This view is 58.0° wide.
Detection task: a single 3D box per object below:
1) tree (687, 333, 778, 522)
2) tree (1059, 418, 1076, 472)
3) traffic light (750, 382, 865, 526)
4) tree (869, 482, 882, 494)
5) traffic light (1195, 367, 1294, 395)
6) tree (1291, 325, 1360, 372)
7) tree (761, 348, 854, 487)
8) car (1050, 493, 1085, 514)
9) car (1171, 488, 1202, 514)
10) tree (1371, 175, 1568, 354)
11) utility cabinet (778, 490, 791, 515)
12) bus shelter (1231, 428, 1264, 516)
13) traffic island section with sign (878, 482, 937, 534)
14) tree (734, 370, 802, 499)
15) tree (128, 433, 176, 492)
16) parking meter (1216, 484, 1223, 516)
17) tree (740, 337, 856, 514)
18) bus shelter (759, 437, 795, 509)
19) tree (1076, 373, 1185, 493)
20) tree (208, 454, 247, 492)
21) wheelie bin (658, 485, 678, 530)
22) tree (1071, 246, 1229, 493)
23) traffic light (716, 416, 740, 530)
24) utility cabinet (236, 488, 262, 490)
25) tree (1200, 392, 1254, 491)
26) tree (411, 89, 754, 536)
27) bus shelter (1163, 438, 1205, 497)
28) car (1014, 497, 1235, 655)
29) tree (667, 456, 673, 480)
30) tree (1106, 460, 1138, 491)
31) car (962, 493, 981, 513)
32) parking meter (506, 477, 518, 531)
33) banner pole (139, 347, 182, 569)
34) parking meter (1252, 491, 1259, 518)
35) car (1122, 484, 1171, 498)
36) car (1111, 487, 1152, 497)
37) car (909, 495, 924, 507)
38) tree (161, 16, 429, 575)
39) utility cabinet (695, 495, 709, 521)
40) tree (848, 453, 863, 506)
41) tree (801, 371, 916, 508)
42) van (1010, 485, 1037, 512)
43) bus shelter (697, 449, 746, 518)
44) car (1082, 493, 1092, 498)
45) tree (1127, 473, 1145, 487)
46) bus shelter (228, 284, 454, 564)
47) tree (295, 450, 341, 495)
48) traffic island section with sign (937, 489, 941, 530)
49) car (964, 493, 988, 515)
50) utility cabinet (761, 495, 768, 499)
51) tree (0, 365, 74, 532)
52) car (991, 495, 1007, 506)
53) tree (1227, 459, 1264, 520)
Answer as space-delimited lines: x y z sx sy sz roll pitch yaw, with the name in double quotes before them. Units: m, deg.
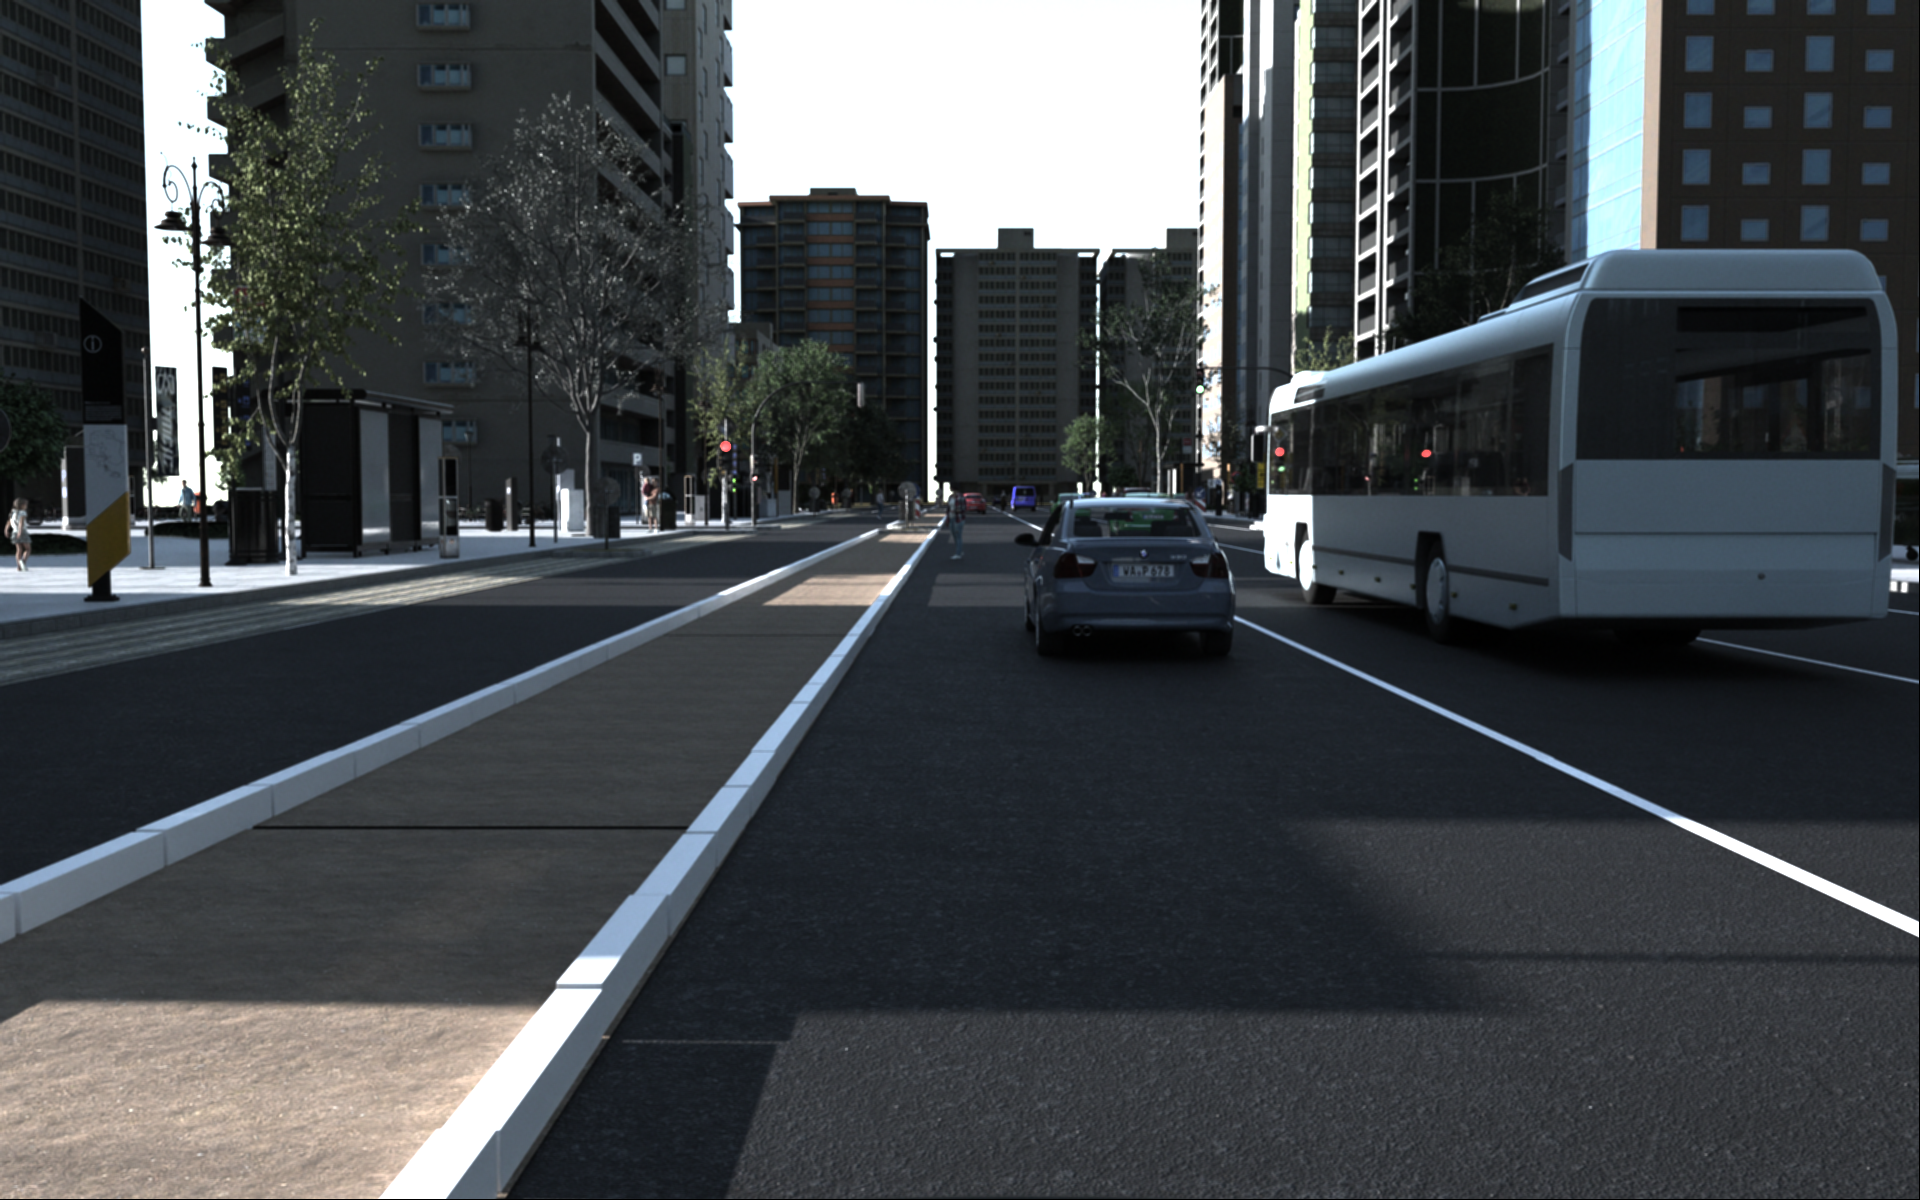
"tree" -10.798 -7.936 80.121 4.737 8.622 4.395 0 3 0
"tree" 16.288 -17.899 218.396 9.928 11.665 9.643 0 3 0
"traffic light" -6.220 -5.836 70.078 4.771 5.953 1.251 0 3 0
"tree" -10.924 -13.674 218.172 1.663 3.219 1.824 0 3 0
"traffic light" 10.742 -5.335 61.900 4.771 5.953 1.251 0 3 0
"tree" 16.403 -7.721 76.593 4.737 8.622 4.395 0 3 0
"tree" -11.632 -13.136 132.895 7.486 12.596 7.792 0 3 0
"car" 5.447 -4.700 85.638 1.959 1.807 4.718 0 4 -1
"car" 12.770 -5.535 99.287 1.959 1.807 4.718 0 4 1
"tree" 15.535 -7.137 51.108 8.767 10.594 7.601 -3 5 -43
"utility cabinet" -10.799 -5.900 105.136 0.318 1.500 1.173 3 5 44
"bus shelter" 17.499 -7.688 103.332 2.179 5.291 8.768 0 3 0
"traffic island section with sign" -1.926 -3.320 62.418 2.006 1.907 1.989 0 3 0
"tree" -11.321 -9.316 102.684 4.360 8.622 3.978 0 3 0
"tree" -66.240 -9.970 125.919 11.467 7.101 20.602 0 4 1
"parking meter" 15.219 -5.869 101.673 0.399 1.863 0.255 1 4 14
"tree" -10.587 -11.472 113.326 9.928 11.665 9.643 0 3 0
"bus shelter" -12.859 -8.899 123.124 2.179 5.291 8.768 0 3 0
"tree" 15.800 -13.750 150.569 9.928 11.665 9.643 0 3 0
"tree" -31.764 -4.977 75.973 1.663 3.219 1.824 0 3 0
"wheelie bin" -10.501 -3.317 62.135 0.693 1.594 0.980 -1 4 -16
"tree" 14.717 -17.090 135.313 12.611 20.169 13.585 0 3 0
"traffic light" -8.328 -4.473 62.062 0.839 4.253 0.868 0 3 0
"utility cabinet" -25.401 -3.271 62.166 1.173 1.500 0.318 0 3 0
"tree" 18.963 -10.532 122.558 4.360 8.622 3.978 0 3 0
"tree" -11.372 -8.709 52.764 12.009 13.543 11.850 0 3 0
"bus shelter" 15.480 -8.776 121.126 2.179 5.291 8.768 0 4 0
"car" 1.547 -0.288 16.718 2.014 1.417 4.499 0 3 0
"tree" -21.193 -8.196 117.721 4.285 4.588 4.351 0 3 0
"tree" 15.725 -11.240 167.487 4.285 4.588 4.351 0 3 0
"car" 0.709 -7.592 133.163 2.155 1.783 4.494 0 3 0
"parking meter" -15.708 -3.363 60.701 0.399 1.863 0.255 3 5 42
"banner pole" -13.734 -2.430 29.748 0.401 3.779 0.863 2 4 25
"parking meter" 15.783 -5.306 92.472 0.255 1.863 0.399 2 4 34
"car" 5.215 -2.461 49.041 1.959 1.807 4.718 0 4 0
"car" 9.386 -5.190 93.536 2.281 1.827 5.304 0 4 -2
"car" -5.121 -11.456 197.522 2.015 1.641 3.980 0 4 1
"tree" -10.630 -4.718 27.496 4.737 8.622 4.395 0 3 0
"utility cabinet" -12.499 -4.367 82.564 1.020 1.237 0.306 0 4 5
"tree" -10.879 -14.505 187.525 4.737 8.622 4.395 0 3 0
"tree" -10.555 -14.840 159.646 9.611 12.733 9.660 0 3 0
"van" 5.274 -8.498 143.326 2.240 2.365 5.245 0 3 0
"bus shelter" -12.548 -6.130 91.510 1.731 3.624 6.357 0 3 0
"car" 12.939 -10.407 179.748 1.945 1.707 3.694 0 4 1
"tree" 16.277 -10.061 159.097 1.663 3.219 1.824 0 3 0
"bus shelter" -12.856 -3.567 35.954 2.179 5.291 8.768 0 3 0
"tree" -26.154 -5.453 72.876 4.285 4.588 4.351 0 3 0
"traffic island section with sign" -1.902 -3.773 69.825 2.006 1.907 1.989 0 3 0
"car" 0.890 -6.873 121.419 2.155 1.783 4.494 0 4 0
"utility cabinet" -12.692 -6.066 110.338 1.020 1.237 0.306 3 4 37
"tree" -24.266 -3.684 43.941 4.285 4.588 4.351 0 3 0
"car" 4.811 -12.123 210.787 1.945 1.354 3.894 0 4 0
"tree" 15.654 -6.153 95.205 1.663 3.219 1.824 0 3 0
